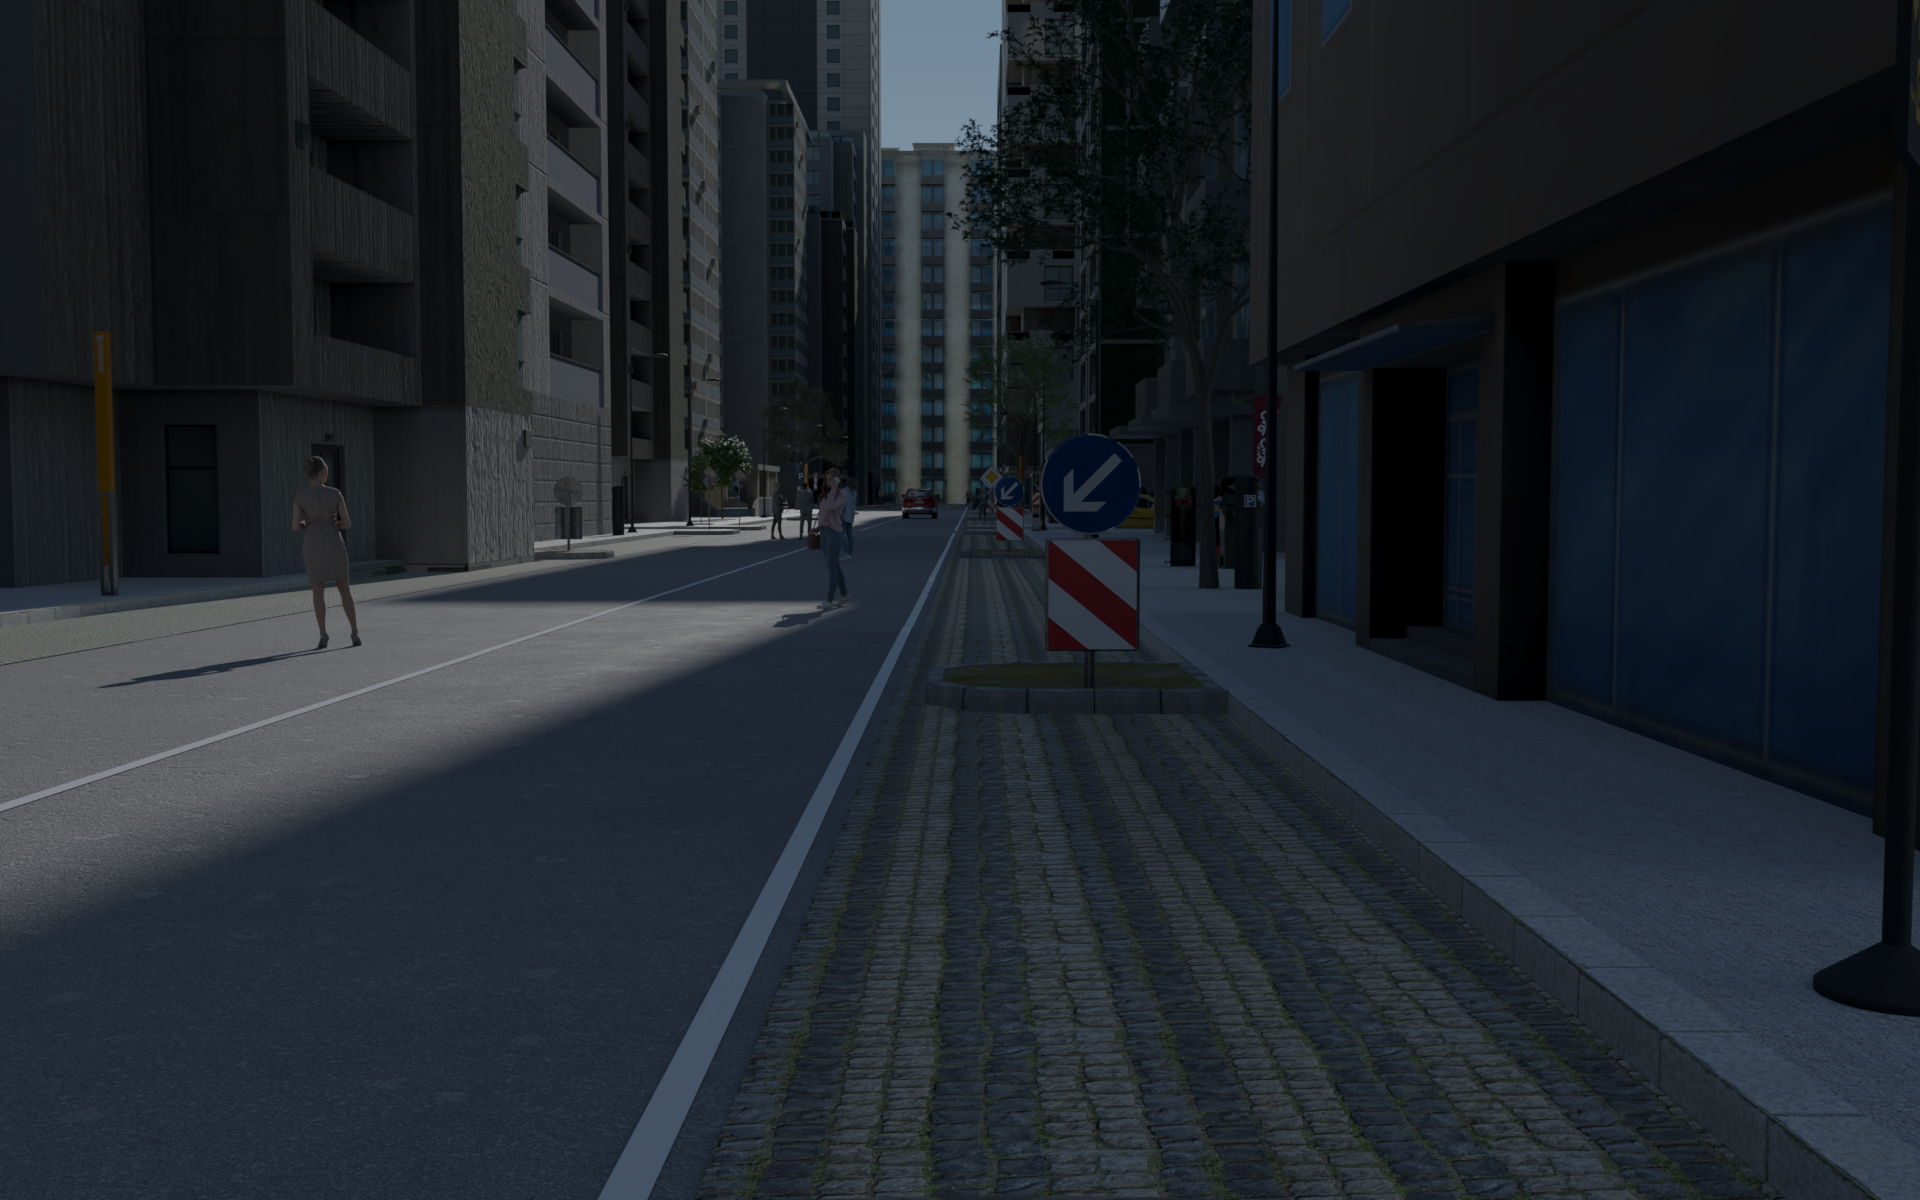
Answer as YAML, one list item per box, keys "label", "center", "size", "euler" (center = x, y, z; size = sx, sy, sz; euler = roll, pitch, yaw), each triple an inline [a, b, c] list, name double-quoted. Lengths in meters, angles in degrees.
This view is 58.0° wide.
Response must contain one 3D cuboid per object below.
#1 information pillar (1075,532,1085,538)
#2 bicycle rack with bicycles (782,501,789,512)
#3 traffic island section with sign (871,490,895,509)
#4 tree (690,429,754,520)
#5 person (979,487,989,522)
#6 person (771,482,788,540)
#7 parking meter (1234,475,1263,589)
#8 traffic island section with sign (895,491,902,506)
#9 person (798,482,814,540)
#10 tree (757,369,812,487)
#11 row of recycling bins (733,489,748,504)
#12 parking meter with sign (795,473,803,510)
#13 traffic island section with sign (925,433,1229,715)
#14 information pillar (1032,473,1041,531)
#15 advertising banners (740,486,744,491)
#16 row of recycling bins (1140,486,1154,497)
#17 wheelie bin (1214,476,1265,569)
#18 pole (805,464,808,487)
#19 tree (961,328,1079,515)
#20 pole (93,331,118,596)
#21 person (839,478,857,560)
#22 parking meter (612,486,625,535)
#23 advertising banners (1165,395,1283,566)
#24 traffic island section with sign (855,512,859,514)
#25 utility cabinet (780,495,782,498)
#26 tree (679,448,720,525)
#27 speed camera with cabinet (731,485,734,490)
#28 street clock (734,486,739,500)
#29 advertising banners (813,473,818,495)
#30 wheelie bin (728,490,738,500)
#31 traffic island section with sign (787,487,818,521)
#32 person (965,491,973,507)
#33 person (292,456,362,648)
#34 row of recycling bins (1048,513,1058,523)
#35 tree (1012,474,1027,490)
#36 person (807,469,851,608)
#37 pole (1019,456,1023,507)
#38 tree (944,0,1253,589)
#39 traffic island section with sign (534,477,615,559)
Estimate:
- label: "information pillar"
  center: [3.127, -2.403, 43.776]
  size: [0.304, 2.012, 0.304]
  euler: [3, 5, 44]
- label: "bicycle rack with bicycles"
  center: [-13.567, -6.905, 126.279]
  size: [2.852, 0.926, 2.925]
  euler: [3, 5, 41]
- label: "traffic island section with sign"
  center: [-7.732, -9.953, 171.362]
  size: [1.989, 1.847, 2.006]
  euler: [0, 4, 0]
- label: "tree"
  center: [-11.982, -6.327, 87.166]
  size: [4.285, 4.588, 4.351]
  euler: [0, 3, 0]
- label: "person"
  center: [1.227, -4.892, 88.660]
  size: [0.537, 1.800, 0.526]
  euler: [0, 4, 8]
- label: "person"
  center: [-5.710, -2.806, 54.564]
  size: [0.526, 1.800, 0.537]
  euler: [-1, 4, -10]
- label: "parking meter"
  center: [3.907, -0.919, 23.436]
  size: [0.372, 1.533, 0.369]
  euler: [0, 3, 0]
- label: "traffic island section with sign"
  center: [-7.501, -11.662, 199.304]
  size: [1.989, 1.847, 2.006]
  euler: [0, 4, 0]
- label: "person"
  center: [-4.856, -2.808, 54.594]
  size: [0.511, 1.800, 0.466]
  euler: [-1, 4, -10]
- label: "tree"
  center: [-11.699, -11.972, 130.148]
  size: [7.601, 10.594, 8.767]
  euler: [0, 4, 6]
- label: "row of recycling bins"
  center: [-16.571, -7.627, 131.813]
  size: [3.534, 1.692, 1.069]
  euler: [0, 4, 7]
- label: "parking meter with sign"
  center: [-13.054, -8.855, 141.046]
  size: [0.543, 3.016, 1.738]
  euler: [0, 4, 5]
- label: "traffic island section with sign"
  center: [0.761, -0.215, 12.151]
  size: [1.989, 1.847, 2.006]
  euler: [0, 4, 0]
- label: "information pillar"
  center: [2.644, -3.391, 59.942]
  size: [0.304, 2.012, 0.304]
  euler: [0, 4, 8]
- label: "advertising banners"
  center: [-16.161, -8.383, 133.250]
  size: [2.074, 3.025, 0.090]
  euler: [-2, 4, -32]
- label: "row of recycling bins"
  center: [8.057, -4.578, 81.963]
  size: [3.534, 1.692, 1.069]
  euler: [0, 4, -4]
- label: "wheelie bin"
  center: [4.843, -1.341, 29.836]
  size: [0.980, 1.594, 0.693]
  euler: [0, 4, -1]
- label: "pole"
  center: [-10.413, -7.568, 117.582]
  size: [0.158, 3.312, 0.155]
  euler: [0, 3, 0]
- label: "tree"
  center: [3.831, -11.179, 108.527]
  size: [9.928, 11.665, 9.643]
  euler: [0, 3, 0]
- label: "pole"
  center: [-10.763, -1.711, 21.823]
  size: [0.158, 3.312, 0.155]
  euler: [0, 3, 0]
- label: "person"
  center: [-2.452, -1.764, 37.613]
  size: [0.793, 1.790, 0.793]
  euler: [0, 4, 1]
- label: "parking meter"
  center: [-10.649, -2.785, 53.953]
  size: [0.372, 1.533, 0.369]
  euler: [0, 3, 0]
- label: "advertising banners"
  center: [4.675, -2.109, 30.671]
  size: [2.074, 3.025, 0.090]
  euler: [0, 4, -3]
- label: "traffic island section with sign"
  center: [-8.134, -6.914, 121.667]
  size: [1.989, 1.847, 2.006]
  euler: [0, 4, 0]
- label: "utility cabinet"
  center: [-15.294, -8.110, 143.766]
  size: [1.020, 1.237, 0.306]
  euler: [1, 4, 14]
- label: "tree"
  center: [-10.984, -4.772, 72.631]
  size: [1.663, 3.219, 1.824]
  euler: [0, 3, 0]
- label: "speed camera with cabinet"
  center: [-16.767, -8.557, 134.238]
  size: [2.038, 3.252, 0.660]
  euler: [0, 4, 5]
- label: "street clock"
  center: [-16.515, -7.548, 127.972]
  size: [0.358, 2.002, 0.471]
  euler: [1, 4, 11]
- label: "advertising banners"
  center: [-12.457, -8.951, 142.540]
  size: [2.074, 3.025, 0.090]
  euler: [2, 4, 34]
- label: "wheelie bin"
  center: [-16.136, -6.998, 122.328]
  size: [0.980, 1.594, 0.693]
  euler: [-1, 4, -9]
- label: "traffic island section with sign"
  center: [-8.346, -5.230, 94.146]
  size: [1.989, 1.847, 2.006]
  euler: [0, 4, 0]
- label: "person"
  center: [0.919, -11.037, 189.734]
  size: [0.721, 1.735, 1.217]
  euler: [-3, 5, -44]
- label: "person"
  center: [-5.910, -0.448, 16.162]
  size: [0.599, 1.781, 0.374]
  euler: [-1, 4, -23]
- label: "row of recycling bins"
  center: [5.651, -4.217, 76.069]
  size: [3.534, 1.692, 1.069]
  euler: [0, 4, -1]
- label: "tree"
  center: [4.927, -9.347, 147.425]
  size: [1.663, 3.219, 1.824]
  euler: [0, 3, 0]
- label: "person"
  center: [-1.587, -0.784, 21.904]
  size: [0.643, 1.750, 0.593]
  euler: [-2, 4, -35]
- label: "pole"
  center: [3.256, -6.021, 92.288]
  size: [0.158, 3.312, 0.155]
  euler: [0, 3, 0]
- label: "tree"
  center: [3.522, -5.456, 23.616]
  size: [8.767, 10.594, 7.601]
  euler: [1, 4, 18]
- label: "traffic island section with sign"
  center: [-8.795, -1.834, 38.606]
  size: [1.989, 1.847, 2.006]
  euler: [0, 4, 0]
